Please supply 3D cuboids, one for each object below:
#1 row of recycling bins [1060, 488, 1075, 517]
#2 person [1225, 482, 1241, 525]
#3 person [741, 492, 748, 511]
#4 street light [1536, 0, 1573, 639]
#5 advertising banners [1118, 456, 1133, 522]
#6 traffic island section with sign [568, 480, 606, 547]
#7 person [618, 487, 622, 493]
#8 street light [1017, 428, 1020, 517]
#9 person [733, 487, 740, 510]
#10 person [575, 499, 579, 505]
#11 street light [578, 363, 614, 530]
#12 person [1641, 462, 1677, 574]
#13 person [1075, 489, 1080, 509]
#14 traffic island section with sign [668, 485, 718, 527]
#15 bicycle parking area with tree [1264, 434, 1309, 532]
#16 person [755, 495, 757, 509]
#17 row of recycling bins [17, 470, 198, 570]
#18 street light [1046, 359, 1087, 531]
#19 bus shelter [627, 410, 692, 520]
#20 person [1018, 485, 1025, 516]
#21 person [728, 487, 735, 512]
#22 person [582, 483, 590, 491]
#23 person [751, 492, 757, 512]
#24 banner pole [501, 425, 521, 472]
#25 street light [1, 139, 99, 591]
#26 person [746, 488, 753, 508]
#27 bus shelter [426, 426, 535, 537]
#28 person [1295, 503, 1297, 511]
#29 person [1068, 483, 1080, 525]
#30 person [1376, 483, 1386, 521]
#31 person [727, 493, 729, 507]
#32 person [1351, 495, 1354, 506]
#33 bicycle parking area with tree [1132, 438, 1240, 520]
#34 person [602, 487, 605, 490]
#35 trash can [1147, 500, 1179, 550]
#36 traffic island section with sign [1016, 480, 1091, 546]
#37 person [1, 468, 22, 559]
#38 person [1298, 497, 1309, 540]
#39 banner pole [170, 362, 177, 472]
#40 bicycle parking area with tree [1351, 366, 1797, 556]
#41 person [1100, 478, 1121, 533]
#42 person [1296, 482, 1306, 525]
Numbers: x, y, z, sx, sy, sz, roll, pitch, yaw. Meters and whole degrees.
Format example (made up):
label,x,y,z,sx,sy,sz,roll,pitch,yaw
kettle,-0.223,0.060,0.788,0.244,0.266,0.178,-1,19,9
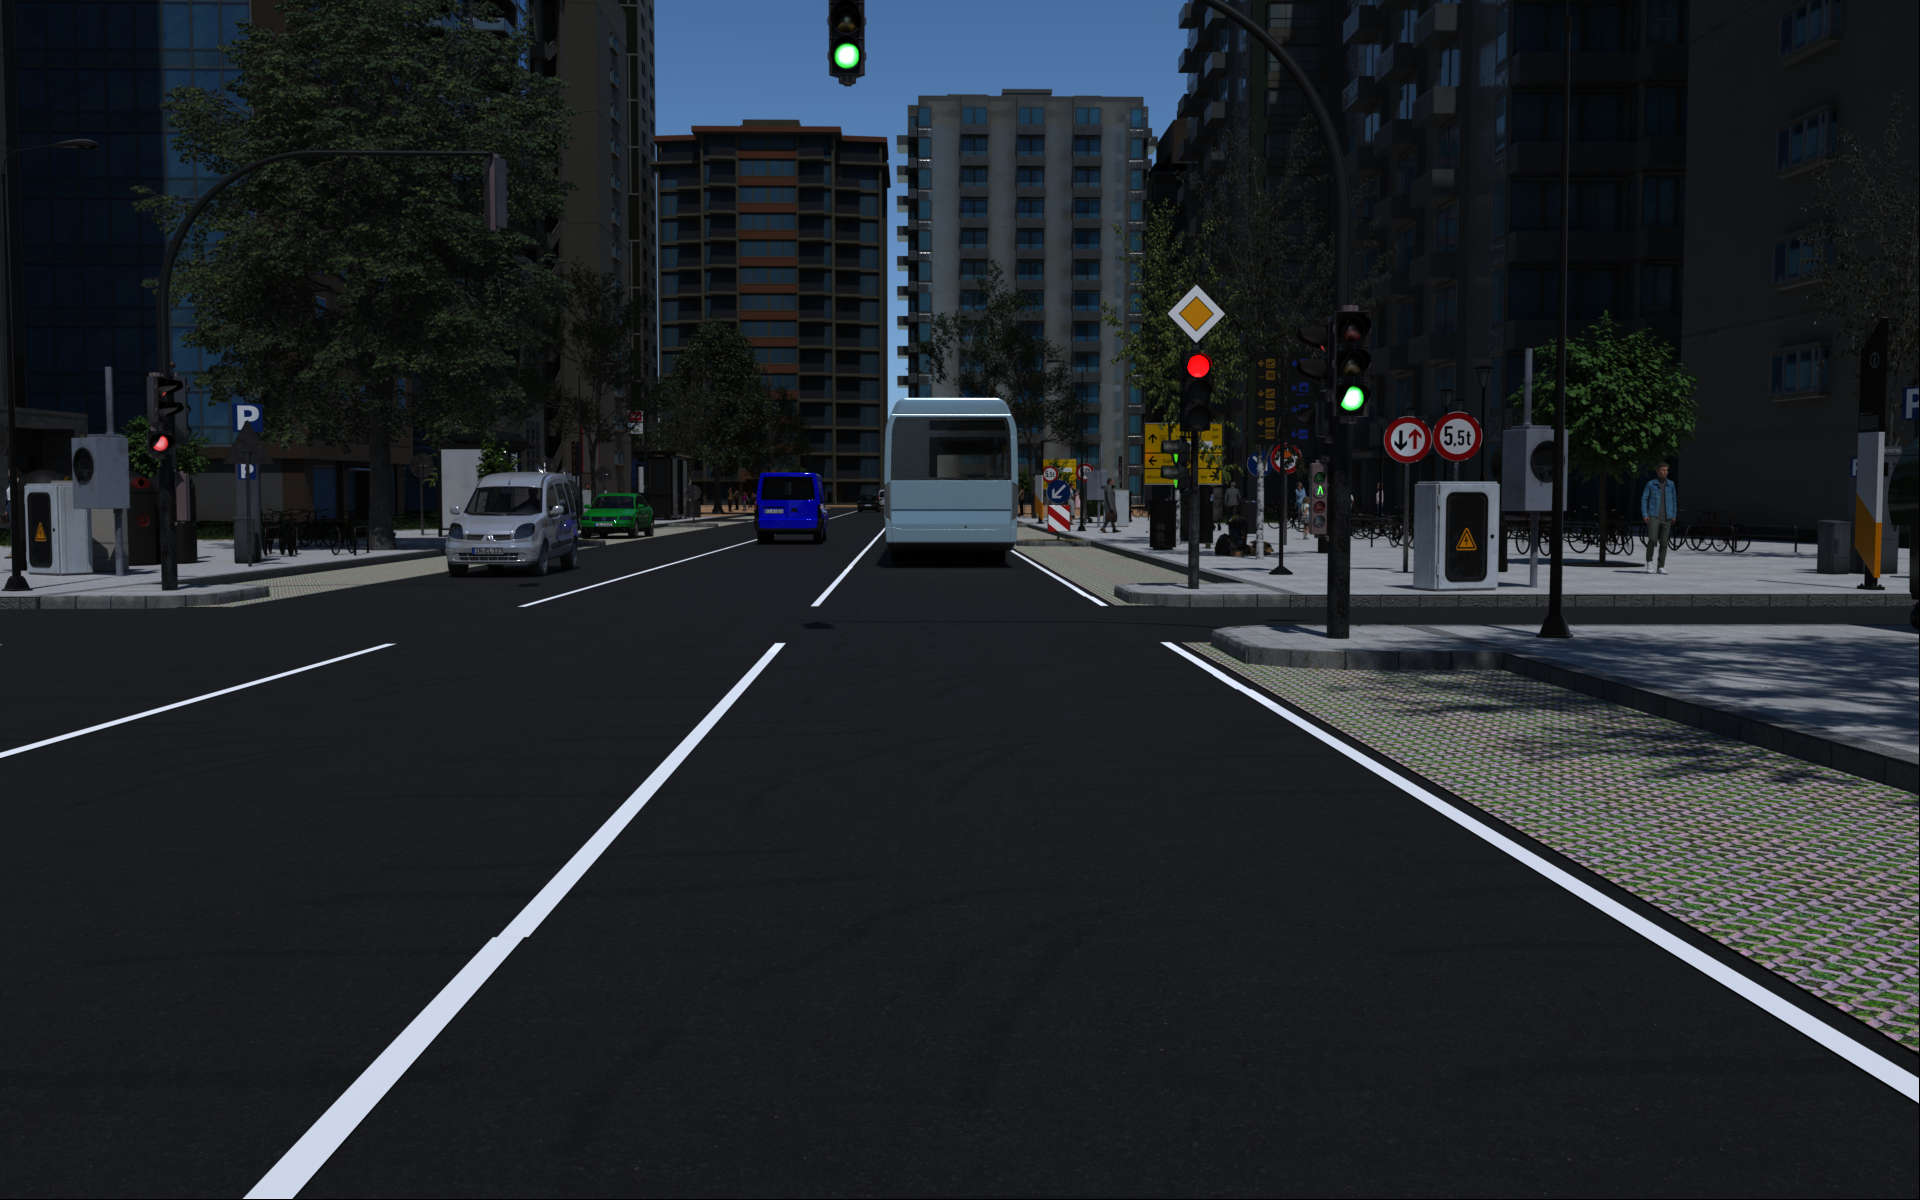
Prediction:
label,x,y,z,sx,sy,sz,roll,pitch,yaw
row of recycling bins,5.516,-5.104,90.564,1.069,1.692,3.534,0,4,4
person,11.170,-3.959,71.162,0.661,1.777,0.834,0,4,-5
person,-16.101,-7.326,129.039,0.991,1.433,0.599,3,4,39
street light,4.800,-2.619,15.363,1.470,5.913,1.316,0,4,-1
advertising banners,7.567,-5.088,79.378,0.090,3.025,2.074,-1,4,-11
traffic island section with sign,-10.848,-2.390,47.703,1.989,1.847,2.006,0,4,-1
person,-26.022,-7.767,133.051,0.705,1.822,1.348,1,4,15
street light,2.716,-7.699,98.425,1.470,5.913,1.316,0,4,-1
person,-17.964,-8.141,139.163,0.705,1.823,1.348,1,4,18
person,-28.907,-7.583,130.550,0.617,1.759,0.750,-1,4,-9
street light,-12.947,-5.441,61.497,1.470,5.913,1.316,0,4,-1
person,11.196,-1.307,27.748,0.601,1.785,0.444,0,4,4
person,9.912,-8.506,145.792,0.551,1.740,0.621,-3,5,-43
traffic island section with sign,-11.539,-4.065,75.087,1.989,1.847,2.006,0,4,-1
bicycle parking area with tree,14.331,-3.849,49.936,9.016,4.147,8.231,2,4,33
person,-17.681,-8.660,150.855,0.991,1.433,0.599,2,4,35
row of recycling bins,-15.108,-1.444,30.722,1.069,1.692,3.534,1,4,21
street light,3.670,-5.334,59.748,1.470,5.913,1.316,0,4,-1
bus shelter,-14.887,-6.602,85.576,2.179,5.291,8.768,0,4,-2
person,3.608,-5.906,102.614,0.705,1.823,1.348,1,4,20
person,-16.656,-7.315,125.731,0.705,1.812,1.348,1,4,9
person,-18.468,-4.887,85.929,0.794,1.824,0.713,0,4,-8
person,-14.943,-7.138,125.988,0.421,1.427,0.697,1,4,17
banner pole,-16.414,-4.478,63.227,0.863,3.779,0.401,0,4,-2
street light,-11.978,-3.075,22.820,1.470,5.913,1.316,0,4,-1
person,-19.614,-9.531,161.893,1.348,1.822,0.705,-3,4,-36
bus shelter,-14.883,-3.684,54.153,2.014,3.302,5.546,0,4,-1
person,18.228,-5.314,93.285,0.624,1.780,0.694,0,4,1
person,4.728,-4.011,72.190,0.524,1.755,0.480,-1,4,-16
person,17.005,-3.851,69.670,0.598,1.740,0.731,0,4,-3
person,-22.994,-10.217,173.541,0.568,1.767,0.683,1,4,11
person,14.910,-3.562,66.875,0.503,1.515,0.523,-3,4,-38
bicycle parking area with tree,12.638,-5.814,82.065,8.231,4.147,9.016,1,4,15
person,-25.611,-7.240,124.426,0.705,1.824,1.348,-3,4,-36
trash can,4.663,-1.721,39.797,0.748,1.137,0.748,0,3,0
traffic island section with sign,2.568,-2.410,48.029,1.989,1.847,2.006,0,4,-1
person,-18.846,-1.751,34.689,0.581,1.822,0.654,3,5,44
person,9.693,-2.314,48.899,0.382,1.210,0.505,-2,4,-30
banner pole,-15.018,-2.633,33.071,0.401,3.779,0.863,-2,4,-29
bicycle parking area with tree,14.207,-3.248,40.108,8.231,4.147,9.016,0,4,-6
person,4.988,-3.125,57.241,0.767,1.812,0.694,0,4,-5
person,14.144,-4.013,71.914,0.793,1.790,0.793,1,4,16
